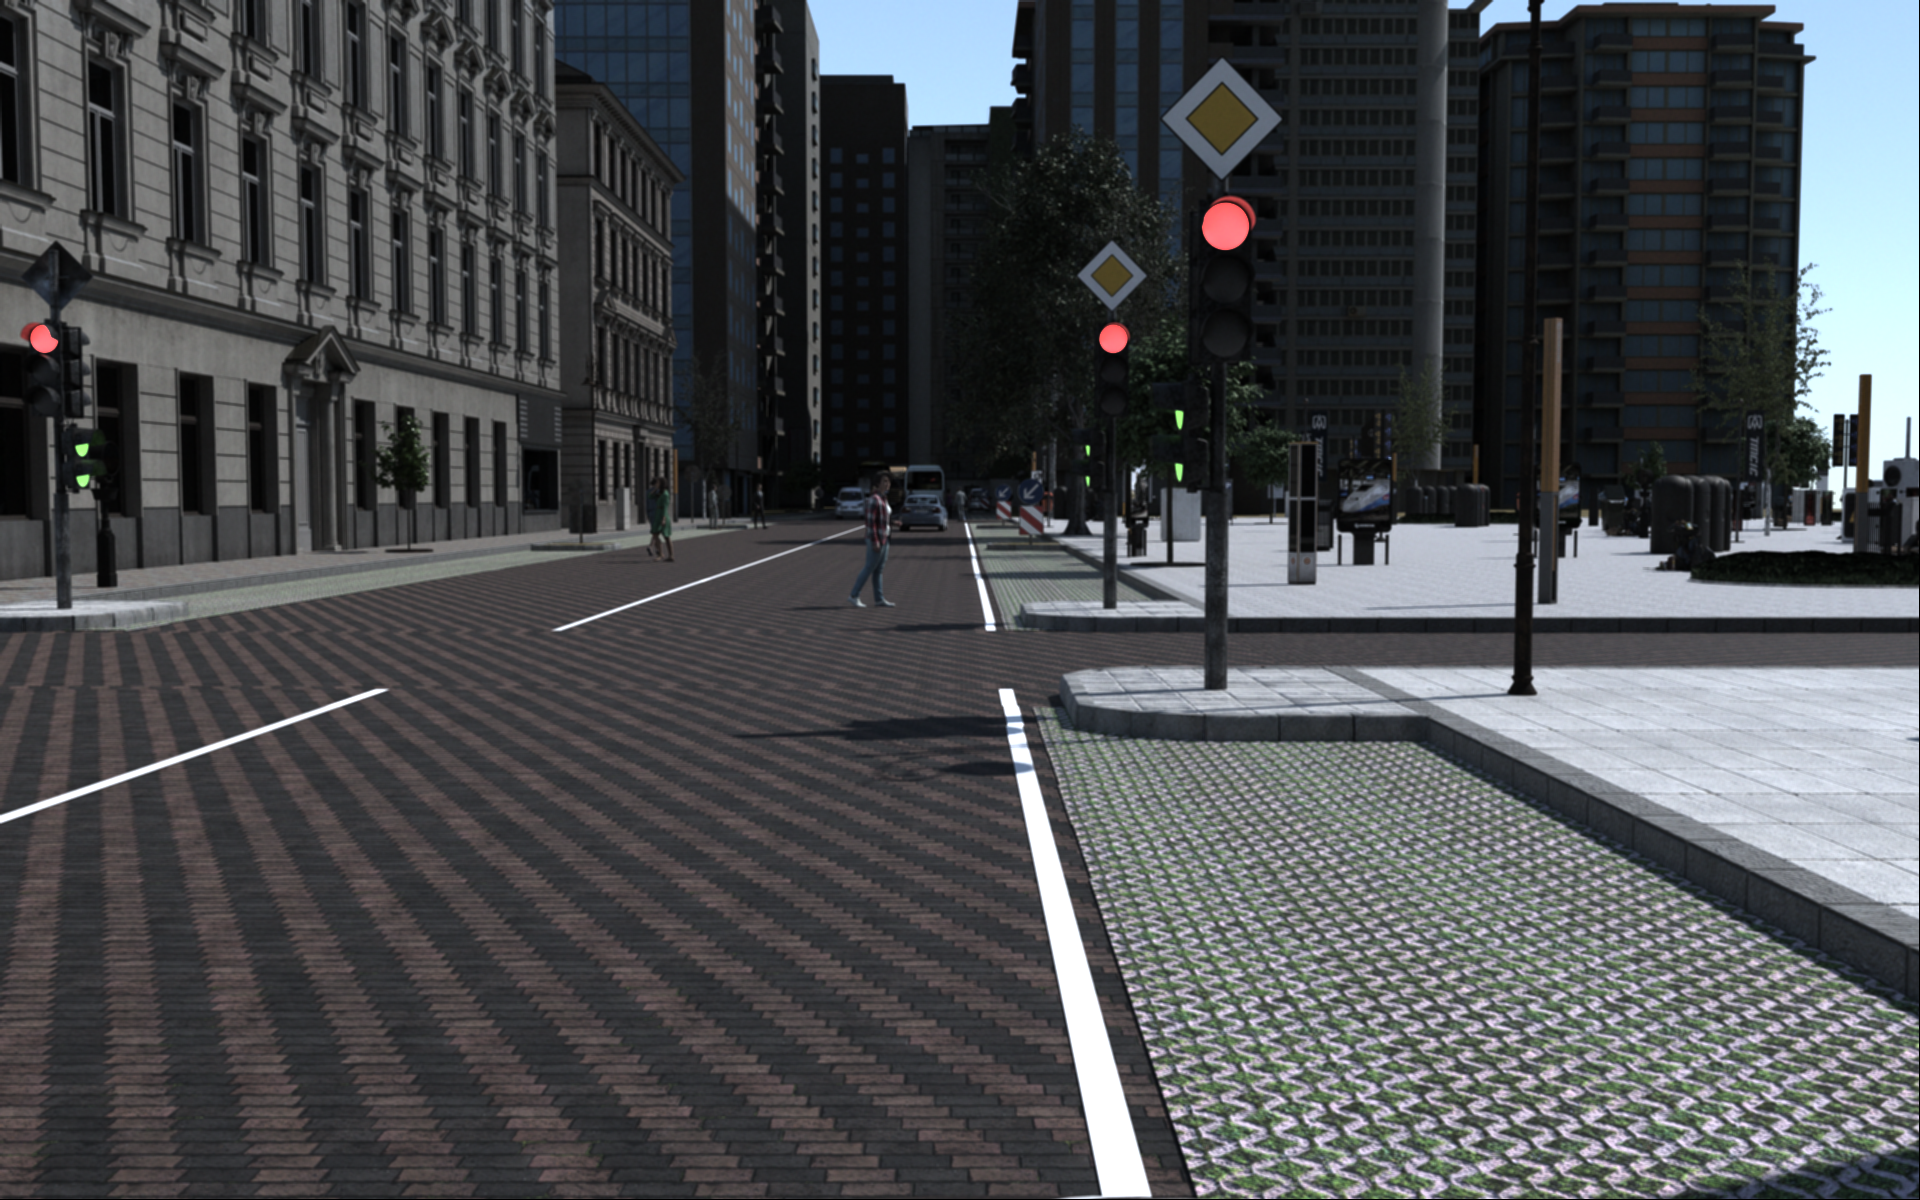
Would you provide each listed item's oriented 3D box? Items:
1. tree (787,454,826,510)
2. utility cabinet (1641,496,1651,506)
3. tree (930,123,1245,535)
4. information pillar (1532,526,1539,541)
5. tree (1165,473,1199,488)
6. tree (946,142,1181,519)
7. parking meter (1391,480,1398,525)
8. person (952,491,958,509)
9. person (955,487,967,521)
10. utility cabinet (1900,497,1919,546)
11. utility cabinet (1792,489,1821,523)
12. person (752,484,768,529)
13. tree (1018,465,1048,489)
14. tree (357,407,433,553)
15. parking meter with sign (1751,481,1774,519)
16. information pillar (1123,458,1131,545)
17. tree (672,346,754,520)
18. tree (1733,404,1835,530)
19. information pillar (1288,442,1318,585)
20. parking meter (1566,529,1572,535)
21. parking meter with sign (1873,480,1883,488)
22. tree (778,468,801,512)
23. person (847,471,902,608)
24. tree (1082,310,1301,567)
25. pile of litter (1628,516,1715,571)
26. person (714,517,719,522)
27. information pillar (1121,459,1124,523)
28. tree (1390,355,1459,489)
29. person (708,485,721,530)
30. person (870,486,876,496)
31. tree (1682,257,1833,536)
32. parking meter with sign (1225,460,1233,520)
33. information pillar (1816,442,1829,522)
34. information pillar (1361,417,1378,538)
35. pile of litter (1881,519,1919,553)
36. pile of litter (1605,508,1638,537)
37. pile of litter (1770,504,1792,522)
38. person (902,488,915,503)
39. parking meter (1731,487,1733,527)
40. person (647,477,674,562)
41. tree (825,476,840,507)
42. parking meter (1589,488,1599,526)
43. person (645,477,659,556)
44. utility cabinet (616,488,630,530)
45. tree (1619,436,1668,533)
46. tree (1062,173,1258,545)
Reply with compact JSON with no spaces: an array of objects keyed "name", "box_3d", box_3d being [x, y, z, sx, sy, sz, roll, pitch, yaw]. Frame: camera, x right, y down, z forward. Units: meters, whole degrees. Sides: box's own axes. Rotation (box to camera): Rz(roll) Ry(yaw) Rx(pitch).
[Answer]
[{"name":"tree","box_3d":[-12.501,-9.641,141.351,4.285,4.588,4.351,0,3,0]},{"name":"utility cabinet","box_3d":[27.689,-3.589,69.849,0.306,1.237,1.020,1,4,11]},{"name":"tree","box_3d":[3.766,-8.377,53.964,9.611,12.733,9.660,0,3,0]},{"name":"information pillar","box_3d":[15.560,-2.602,47.033,0.304,2.012,0.304,2,4,32]},{"name":"tree","box_3d":[9.670,-4.860,74.056,1.663,3.219,1.824,0,3,0]},{"name":"tree","box_3d":[5.620,-14.414,91.550,12.611,20.169,13.585,0,3,0]},{"name":"parking meter","box_3d":[18.129,-4.090,72.587,0.399,1.863,0.255,-3,4,-36]},{"name":"person","box_3d":[-0.230,-9.569,164.962,0.705,1.824,1.348,3,5,42]},{"name":"person","box_3d":[0.015,-5.037,90.952,0.635,1.810,0.391,-3,5,-42]},{"name":"utility cabinet","box_3d":[22.045,-1.762,39.971,1.020,1.237,0.306,-3,4,-37]},{"name":"utility cabinet","box_3d":[37.636,-4.178,76.991,1.173,1.500,0.318,0,4,-7]},{"name":"person","box_3d":[-8.192,-3.838,71.020,0.659,1.850,0.755,-3,5,-39]},{"name":"tree","box_3d":[4.266,-6.501,100.894,1.663,3.219,1.824,0,3,0]},{"name":"tree","box_3d":[-12.224,-2.683,38.476,1.663,3.219,1.824,0,3,0]},{"name":"parking meter with sign","box_3d":[41.177,-5.708,89.583,1.738,3.016,0.543,3,4,39]},{"name":"information pillar","box_3d":[4.425,-3.210,43.843,0.183,3.616,0.504,-2,4,-27]},{"name":"tree","box_3d":[-12.648,-8.360,87.049,4.360,8.622,3.978,0,3,0]},{"name":"tree","box_3d":[29.654,-4.787,61.974,4.285,4.588,4.351,0,3,0]},{"name":"information pillar","box_3d":[4.863,-1.228,24.577,0.304,2.012,0.304,-1,4,-18]},{"name":"parking meter","box_3d":[18.896,-2.953,53.991,0.399,1.863,0.255,-2,4,-29]},{"name":"parking meter with sign","box_3d":[48.859,-5.850,91.905,1.738,3.016,0.543,2,4,33]},{"name":"tree","box_3d":[-12.281,-7.973,124.962,1.663,3.219,1.824,0,3,0]},{"name":"person","box_3d":[-1.078,-0.772,21.957,0.643,1.720,0.563,1,4,11]},{"name":"tree","box_3d":[3.867,-2.894,31.039,4.285,4.588,4.351,0,3,0]},{"name":"pile of litter","box_3d":[12.345,-0.927,29.123,1.176,0.858,1.719,-1,4,-16]},{"name":"person","box_3d":[-10.513,-3.693,73.889,0.505,1.210,0.382,3,5,40]},{"name":"information pillar","box_3d":[7.261,-5.218,76.667,0.183,3.616,0.504,0,4,3]},{"name":"tree","box_3d":[24.303,-8.665,92.041,4.737,8.622,4.395,0,3,0]},{"name":"person","box_3d":[-9.871,-3.713,69.307,0.391,1.810,0.635,-3,4,-36]},{"name":"person","box_3d":[-4.425,-4.904,88.661,0.573,1.828,0.580,-1,4,-22]},{"name":"tree","box_3d":[24.618,-6.275,52.963,4.737,8.622,4.395,0,3,0]},{"name":"parking meter with sign","box_3d":[13.444,-5.571,87.345,0.543,3.016,1.738,0,4,-2]},{"name":"information pillar","box_3d":[38.936,-5.310,78.178,0.504,3.616,0.183,1,4,14]},{"name":"information pillar","box_3d":[11.999,-3.634,50.770,0.504,3.616,0.183,2,4,34]},{"name":"pile of litter","box_3d":[20.436,-1.404,36.920,1.176,0.858,1.719,0,4,1]},{"name":"pile of litter","box_3d":[20.318,-2.396,53.134,1.719,0.858,1.176,-3,4,-37]},{"name":"pile of litter","box_3d":[37.670,-3.975,78.962,1.176,0.858,1.719,0,4,2]},{"name":"person","box_3d":[-2.996,-5.896,104.879,0.705,1.826,1.348,-3,5,-43]},{"name":"parking meter","box_3d":[24.829,-2.920,56.156,0.372,1.533,0.369,0,3,0]},{"name":"person","box_3d":[-6.267,-1.702,36.574,0.529,1.795,0.600,-2,4,-32]},{"name":"tree","box_3d":[-12.932,-10.821,171.530,1.663,3.219,1.824,0,3,0]},{"name":"parking meter","box_3d":[25.558,-3.756,69.827,0.372,1.533,0.369,0,3,0]},{"name":"person","box_3d":[-7.122,-1.944,40.307,0.581,1.822,0.654,3,4,38]},{"name":"utility cabinet","box_3d":[-11.951,-3.221,61.341,0.318,1.500,1.173,0,4,-1]},{"name":"tree","box_3d":[22.844,-3.816,56.996,1.663,3.219,1.824,0,3,0]},{"name":"tree","box_3d":[4.513,-5.507,40.407,4.360,8.622,3.978,0,3,0]}]
